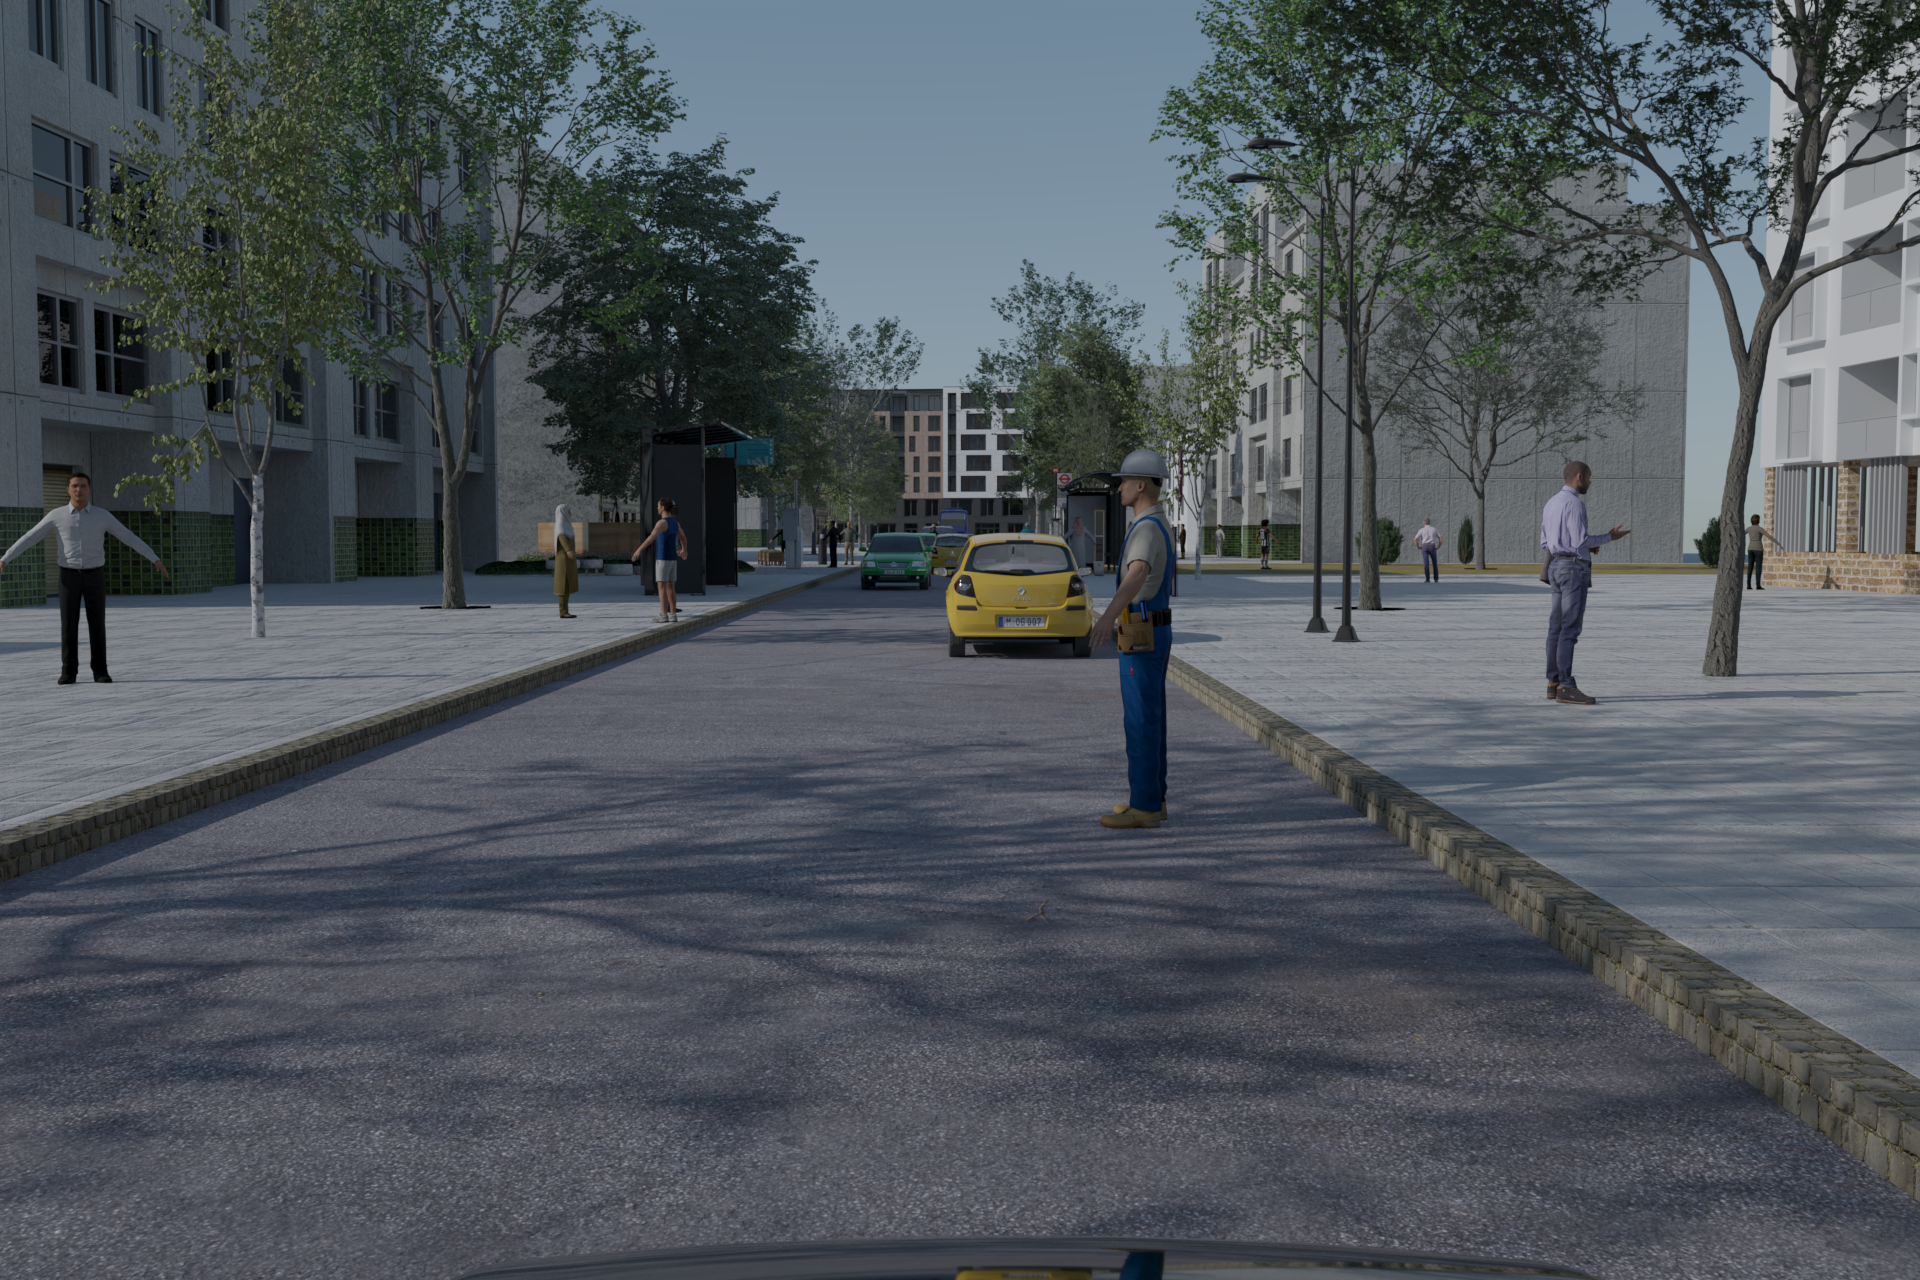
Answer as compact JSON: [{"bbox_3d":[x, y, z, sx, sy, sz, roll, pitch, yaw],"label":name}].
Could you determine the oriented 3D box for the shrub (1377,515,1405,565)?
[{"bbox_3d":[17.379,-4.104,71.146,1.661,2.075,1.752,0,3,0],"label":"shrub"}]

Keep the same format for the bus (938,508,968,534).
[{"bbox_3d":[-0.643,-10.382,161.292,2.896,3.916,12.251,0,4,-1],"label":"bus"}]

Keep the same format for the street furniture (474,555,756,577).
[{"bbox_3d":[-10.594,-2.477,56.118,10.072,0.657,5.734,-3,5,-44],"label":"street furniture"}]

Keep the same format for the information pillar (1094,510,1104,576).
[{"bbox_3d":[4.247,-2.962,52.928,0.304,2.012,0.304,0,4,0],"label":"information pillar"}]

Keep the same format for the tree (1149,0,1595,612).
[{"bbox_3d":[6.802,-6.316,29.025,9.928,11.665,9.643,0,3,0],"label":"tree"}]

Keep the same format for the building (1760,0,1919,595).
[{"bbox_3d":[25.018,-11.275,40.767,16.016,20.090,11.380,0,3,0],"label":"building"}]

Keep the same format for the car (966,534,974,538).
[{"bbox_3d":[0.399,-6.972,125.791,2.131,1.459,4.920,0,4,-1],"label":"car"}]

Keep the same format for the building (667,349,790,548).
[{"bbox_3d":[-27.639,-19.231,180.891,16.747,18.905,31.486,0,4,0],"label":"building"}]

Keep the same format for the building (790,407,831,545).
[{"bbox_3d":[-26.175,-23.332,212.414,19.493,23.208,18.063,0,4,0],"label":"building"}]

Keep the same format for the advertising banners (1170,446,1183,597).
[{"bbox_3d":[4.400,-2.405,35.510,0.090,3.025,2.074,0,3,0],"label":"advertising banners"}]

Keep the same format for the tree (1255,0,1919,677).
[{"bbox_3d":[6.839,-4.930,15.021,8.767,10.594,7.601,0,4,3],"label":"tree"}]

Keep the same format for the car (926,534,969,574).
[{"bbox_3d":[-0.261,-3.246,63.290,2.015,1.641,3.980,0,4,0],"label":"car"}]

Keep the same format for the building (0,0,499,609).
[{"bbox_3d":[-24.694,-10.902,44.701,16.747,18.905,31.486,0,4,0],"label":"building"}]

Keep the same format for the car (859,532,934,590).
[{"bbox_3d":[-1.669,-2.271,45.920,1.959,1.807,4.718,0,3,0],"label":"car"}]

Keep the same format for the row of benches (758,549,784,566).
[{"bbox_3d":[-7.763,-3.402,71.087,1.422,0.672,4.104,-1,4,-13],"label":"row of benches"}]

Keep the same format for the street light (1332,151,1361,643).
[{"bbox_3d":[5.147,-2.931,20.467,1.470,5.913,1.316,0,4,0],"label":"street light"}]

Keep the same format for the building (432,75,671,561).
[{"bbox_3d":[-25.398,-15.643,86.691,19.493,23.208,18.063,0,4,0],"label":"building"}]

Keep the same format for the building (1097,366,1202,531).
[{"bbox_3d":[24.051,-19.828,190.640,16.747,18.905,31.486,0,4,0],"label":"building"}]

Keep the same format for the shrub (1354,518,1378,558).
[{"bbox_3d":[17.797,-4.297,74.301,1.661,2.075,1.752,0,3,0],"label":"shrub"}]

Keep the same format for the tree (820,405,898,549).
[{"bbox_3d":[-9.169,-14.290,151.776,7.486,12.596,7.792,0,3,0],"label":"tree"}]

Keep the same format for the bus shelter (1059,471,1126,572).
[{"bbox_3d":[4.557,-3.939,58.325,2.014,3.302,5.546,0,4,-1],"label":"bus shelter"}]

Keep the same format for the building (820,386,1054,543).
[{"bbox_3d":[-3.008,-24.804,251.981,32.646,21.610,27.936,0,4,6],"label":"building"}]

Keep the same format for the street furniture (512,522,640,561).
[{"bbox_3d":[-14.000,-3.691,67.195,9.812,1.723,11.010,-3,4,-37],"label":"street furniture"}]

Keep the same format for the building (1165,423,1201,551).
[{"bbox_3d":[21.695,-11.583,131.534,9.099,9.664,28.070,0,4,0],"label":"building"}]

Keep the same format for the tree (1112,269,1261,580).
[{"bbox_3d":[6.601,-6.010,48.621,4.737,8.622,4.395,0,3,0],"label":"tree"}]

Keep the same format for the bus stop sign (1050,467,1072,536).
[{"bbox_3d":[4.042,-4.927,69.267,0.855,3.939,0.416,0,4,-1],"label":"bus stop sign"}]

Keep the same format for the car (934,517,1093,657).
[{"bbox_3d":[0.680,-0.695,21.585,2.015,1.641,3.980,0,4,-1],"label":"car"}]

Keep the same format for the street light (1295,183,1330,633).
[{"bbox_3d":[5.204,-3.051,22.430,1.470,5.913,1.316,0,4,0],"label":"street light"}]

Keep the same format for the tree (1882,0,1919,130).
[{"bbox_3d":[6.357,-3.511,7.768,4.360,8.622,3.978,0,3,0],"label":"tree"}]

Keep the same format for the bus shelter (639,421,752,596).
[{"bbox_3d":[-5.871,-2.926,39.122,1.731,3.624,6.357,0,4,-1],"label":"bus shelter"}]

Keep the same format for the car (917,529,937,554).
[{"bbox_3d":[-1.608,-3.794,70.828,1.959,1.807,4.718,0,4,0],"label":"car"}]

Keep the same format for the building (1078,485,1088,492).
[{"bbox_3d":[23.464,-21.898,224.494,16.747,18.905,31.486,0,4,0],"label":"building"}]

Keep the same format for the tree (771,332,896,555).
[{"bbox_3d":[-8.962,-11.967,106.035,12.009,13.543,11.850,0,3,0],"label":"tree"}]

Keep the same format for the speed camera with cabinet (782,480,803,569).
[{"bbox_3d":[-6.161,-4.247,63.781,0.660,3.252,2.038,0,3,0],"label":"speed camera with cabinet"}]

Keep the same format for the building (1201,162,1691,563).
[{"bbox_3d":[23.332,-13.747,91.217,16.747,18.905,31.486,0,4,0],"label":"building"}]

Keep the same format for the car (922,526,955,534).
[{"bbox_3d":[-1.045,-4.434,81.175,2.281,1.827,5.304,0,3,0],"label":"car"}]

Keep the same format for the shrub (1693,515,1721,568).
[{"bbox_3d":[28.567,-3.721,65.265,1.690,2.028,1.600,0,3,0],"label":"shrub"}]
